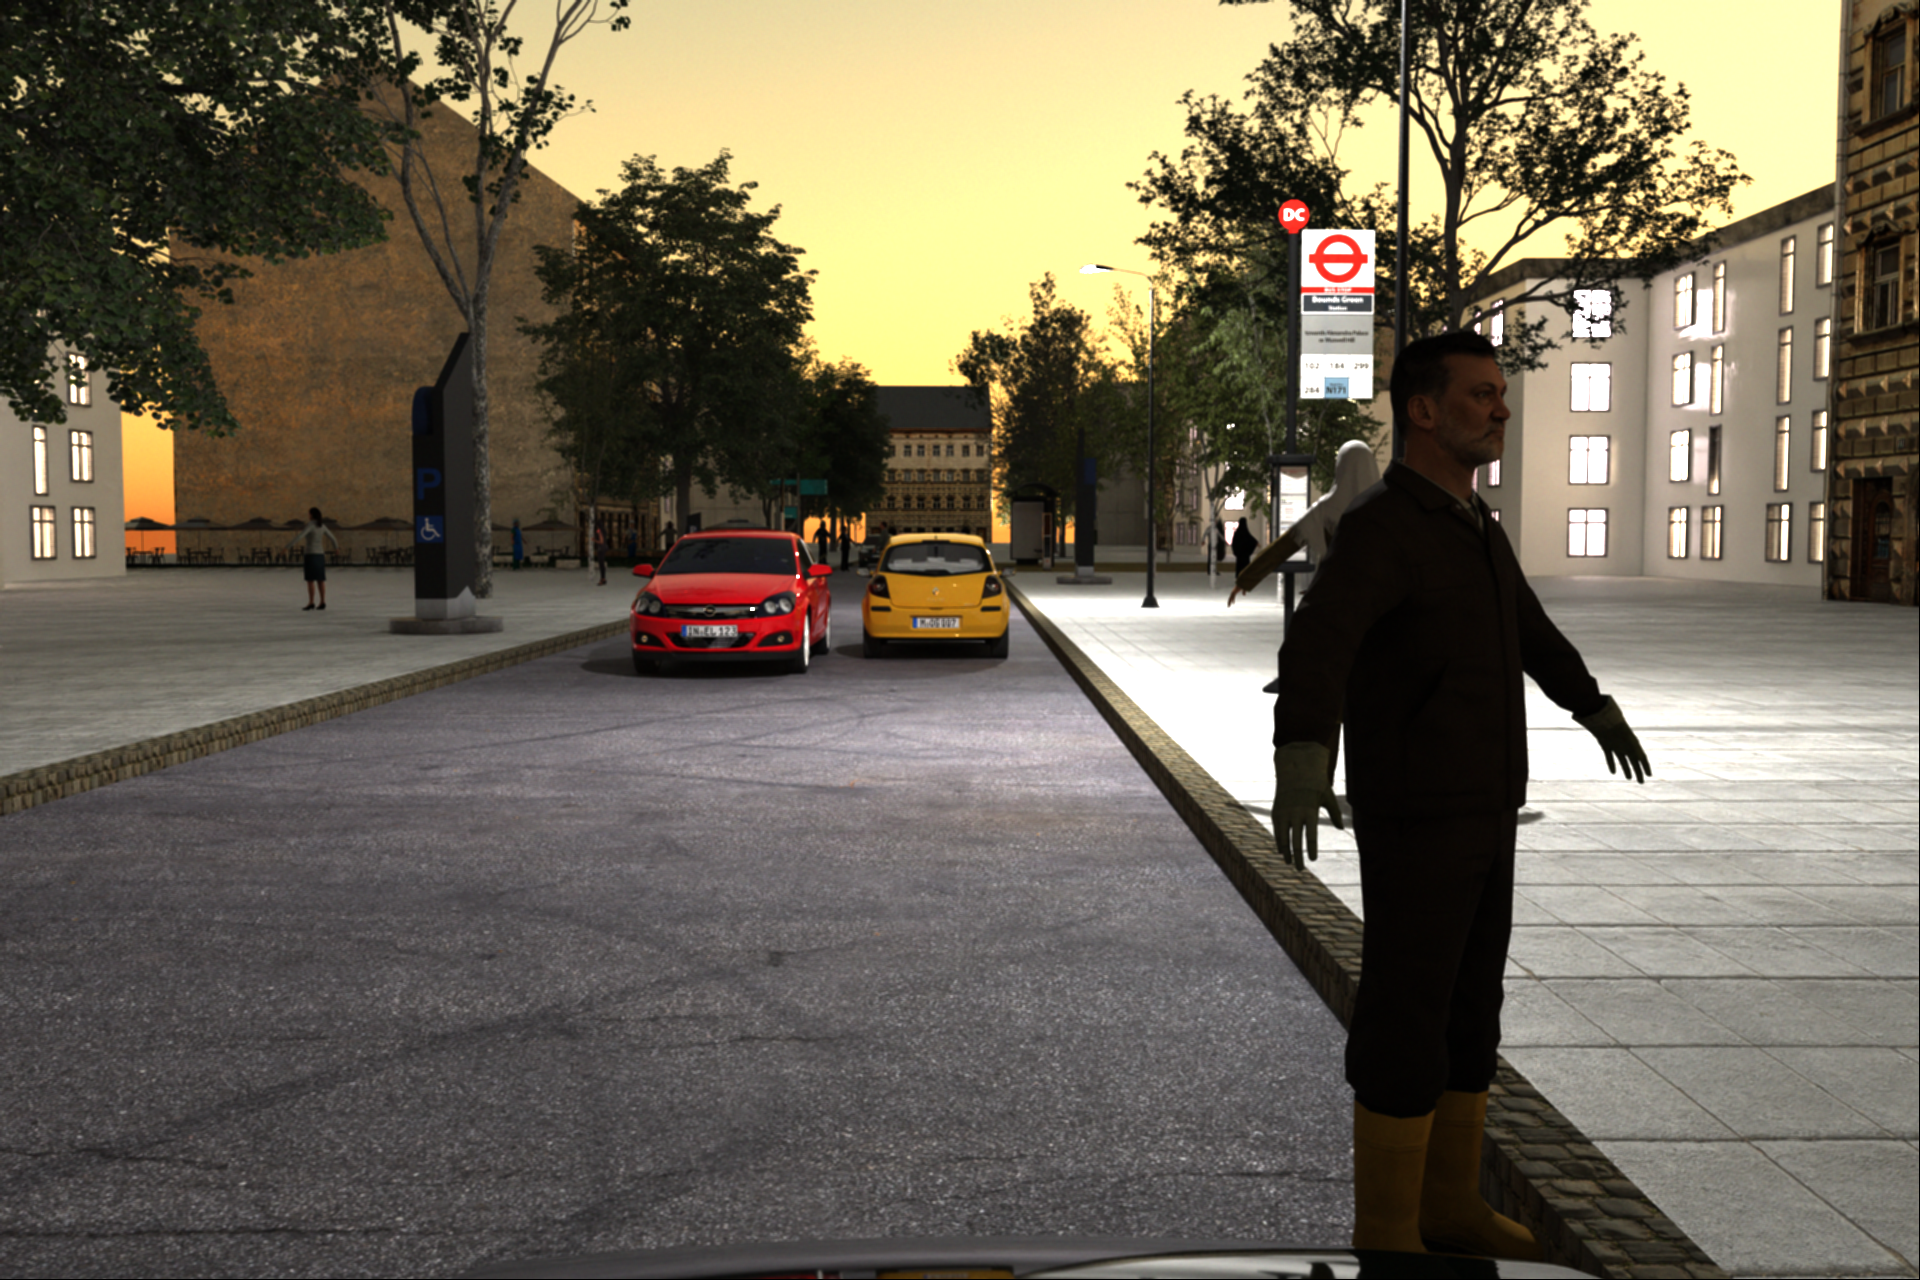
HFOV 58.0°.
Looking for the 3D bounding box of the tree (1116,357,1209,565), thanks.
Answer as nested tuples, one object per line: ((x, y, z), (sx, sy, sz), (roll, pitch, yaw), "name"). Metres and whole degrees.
((8.726, -7.410, 71.523), (4.360, 8.622, 3.978), (0, 3, 0), "tree")

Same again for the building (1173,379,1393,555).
((19.494, -10.140, 107.939), (9.099, 9.664, 28.070), (0, 4, 0), "building")

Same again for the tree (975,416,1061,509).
((6.396, -15.374, 161.742), (12.009, 13.543, 11.850), (0, 3, 0), "tree")

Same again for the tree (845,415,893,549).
((-9.394, -13.456, 145.768), (9.928, 11.665, 9.643), (0, 3, 0), "tree")

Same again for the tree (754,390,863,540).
((-9.617, -10.647, 108.487), (7.601, 10.594, 8.767), (-1, 4, -16), "tree")

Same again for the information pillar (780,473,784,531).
((-6.757, -4.563, 65.967), (0.183, 3.616, 0.504), (0, 4, 1), "information pillar")

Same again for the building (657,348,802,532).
((-26.233, -19.232, 180.892), (16.747, 18.905, 31.486), (0, 4, 0), "building")

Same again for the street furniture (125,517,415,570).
((-33.457, -3.731, 66.038), (27.439, 1.986, 14.083), (1, 4, 14), "street furniture")

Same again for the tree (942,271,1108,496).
((5.090, -16.617, 127.584), (12.611, 20.169, 13.585), (0, 3, 0), "tree")

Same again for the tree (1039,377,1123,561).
((5.581, -8.069, 82.294), (4.737, 8.622, 4.395), (0, 3, 0), "tree")

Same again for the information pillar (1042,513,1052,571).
((3.063, -3.456, 60.998), (0.304, 2.012, 0.304), (0, 4, -2), "information pillar")

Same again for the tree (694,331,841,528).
((-9.821, -9.937, 88.224), (9.928, 11.665, 9.643), (0, 3, 0), "tree")

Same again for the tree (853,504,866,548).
((-9.336, -12.673, 157.562), (4.360, 8.622, 3.978), (0, 3, 0), "tree")

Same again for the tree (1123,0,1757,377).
((5.449, -5.266, 20.519), (7.601, 10.594, 8.767), (-1, 4, -17), "tree")

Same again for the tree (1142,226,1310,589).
((6.053, -5.494, 40.196), (4.737, 8.622, 4.395), (0, 3, 0), "tree")

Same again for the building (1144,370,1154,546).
((25.569, -20.413, 190.177), (16.016, 20.090, 11.380), (0, 4, 1), "building")

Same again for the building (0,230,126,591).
((-26.169, -5.933, 39.160), (9.099, 9.664, 28.070), (0, 4, -1), "building")

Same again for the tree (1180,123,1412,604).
((5.892, -4.970, 31.619), (4.360, 8.622, 3.978), (0, 3, 0), "tree")

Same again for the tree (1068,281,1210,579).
((5.363, -6.074, 49.680), (4.737, 8.622, 4.395), (0, 3, 0), "tree")

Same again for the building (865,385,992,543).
((-4.729, -25.783, 254.937), (18.063, 23.208, 19.493), (0, 4, -2), "building")

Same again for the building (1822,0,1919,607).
((26.083, -11.811, 24.038), (19.493, 23.208, 18.063), (0, 4, 0), "building")

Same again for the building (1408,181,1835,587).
((21.626, -6.774, 52.901), (9.099, 9.664, 28.070), (0, 4, 0), "building")

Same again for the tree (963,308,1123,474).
((6.864, -17.642, 144.342), (12.611, 20.169, 13.585), (0, 3, 0), "tree")

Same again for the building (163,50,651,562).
((-26.804, -15.731, 88.129), (19.493, 23.208, 18.063), (0, 4, 0), "building")

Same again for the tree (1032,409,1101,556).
((6.098, -9.361, 103.406), (4.737, 8.622, 4.395), (0, 3, 0), "tree")

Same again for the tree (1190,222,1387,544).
((11.282, -8.689, 60.199), (7.486, 12.596, 7.792), (0, 3, 0), "tree")

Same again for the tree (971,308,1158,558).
((5.683, -11.188, 93.288), (12.009, 13.543, 11.850), (0, 3, 0), "tree")

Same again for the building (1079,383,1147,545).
((23.910, -21.046, 210.556), (16.747, 18.905, 31.486), (0, 3, 0), "building")

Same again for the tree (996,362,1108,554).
((6.146, -11.938, 113.309), (7.486, 12.596, 7.792), (0, 3, 0), "tree")

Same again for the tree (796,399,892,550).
((-9.283, -13.327, 136.029), (7.486, 12.596, 7.792), (0, 3, 0), "tree")

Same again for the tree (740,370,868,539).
((-9.254, -10.077, 99.168), (8.767, 10.594, 7.601), (0, 4, 5), "tree")

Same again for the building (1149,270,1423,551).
((25.199, -18.514, 133.634), (19.493, 23.208, 18.063), (0, 4, 0), "building")

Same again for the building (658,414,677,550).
((-25.159, -11.663, 132.834), (9.099, 9.664, 28.070), (0, 4, -1), "building")

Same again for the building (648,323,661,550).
((-29.478, -16.932, 107.769), (19.493, 23.208, 18.063), (0, 4, -1), "building")

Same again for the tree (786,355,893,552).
((-9.221, -13.358, 125.061), (9.857, 13.997, 8.962), (0, 3, 0), "tree")

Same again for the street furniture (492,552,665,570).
((-12.716, -3.024, 65.063), (10.072, 0.657, 5.734), (0, 4, -6), "street furniture")
